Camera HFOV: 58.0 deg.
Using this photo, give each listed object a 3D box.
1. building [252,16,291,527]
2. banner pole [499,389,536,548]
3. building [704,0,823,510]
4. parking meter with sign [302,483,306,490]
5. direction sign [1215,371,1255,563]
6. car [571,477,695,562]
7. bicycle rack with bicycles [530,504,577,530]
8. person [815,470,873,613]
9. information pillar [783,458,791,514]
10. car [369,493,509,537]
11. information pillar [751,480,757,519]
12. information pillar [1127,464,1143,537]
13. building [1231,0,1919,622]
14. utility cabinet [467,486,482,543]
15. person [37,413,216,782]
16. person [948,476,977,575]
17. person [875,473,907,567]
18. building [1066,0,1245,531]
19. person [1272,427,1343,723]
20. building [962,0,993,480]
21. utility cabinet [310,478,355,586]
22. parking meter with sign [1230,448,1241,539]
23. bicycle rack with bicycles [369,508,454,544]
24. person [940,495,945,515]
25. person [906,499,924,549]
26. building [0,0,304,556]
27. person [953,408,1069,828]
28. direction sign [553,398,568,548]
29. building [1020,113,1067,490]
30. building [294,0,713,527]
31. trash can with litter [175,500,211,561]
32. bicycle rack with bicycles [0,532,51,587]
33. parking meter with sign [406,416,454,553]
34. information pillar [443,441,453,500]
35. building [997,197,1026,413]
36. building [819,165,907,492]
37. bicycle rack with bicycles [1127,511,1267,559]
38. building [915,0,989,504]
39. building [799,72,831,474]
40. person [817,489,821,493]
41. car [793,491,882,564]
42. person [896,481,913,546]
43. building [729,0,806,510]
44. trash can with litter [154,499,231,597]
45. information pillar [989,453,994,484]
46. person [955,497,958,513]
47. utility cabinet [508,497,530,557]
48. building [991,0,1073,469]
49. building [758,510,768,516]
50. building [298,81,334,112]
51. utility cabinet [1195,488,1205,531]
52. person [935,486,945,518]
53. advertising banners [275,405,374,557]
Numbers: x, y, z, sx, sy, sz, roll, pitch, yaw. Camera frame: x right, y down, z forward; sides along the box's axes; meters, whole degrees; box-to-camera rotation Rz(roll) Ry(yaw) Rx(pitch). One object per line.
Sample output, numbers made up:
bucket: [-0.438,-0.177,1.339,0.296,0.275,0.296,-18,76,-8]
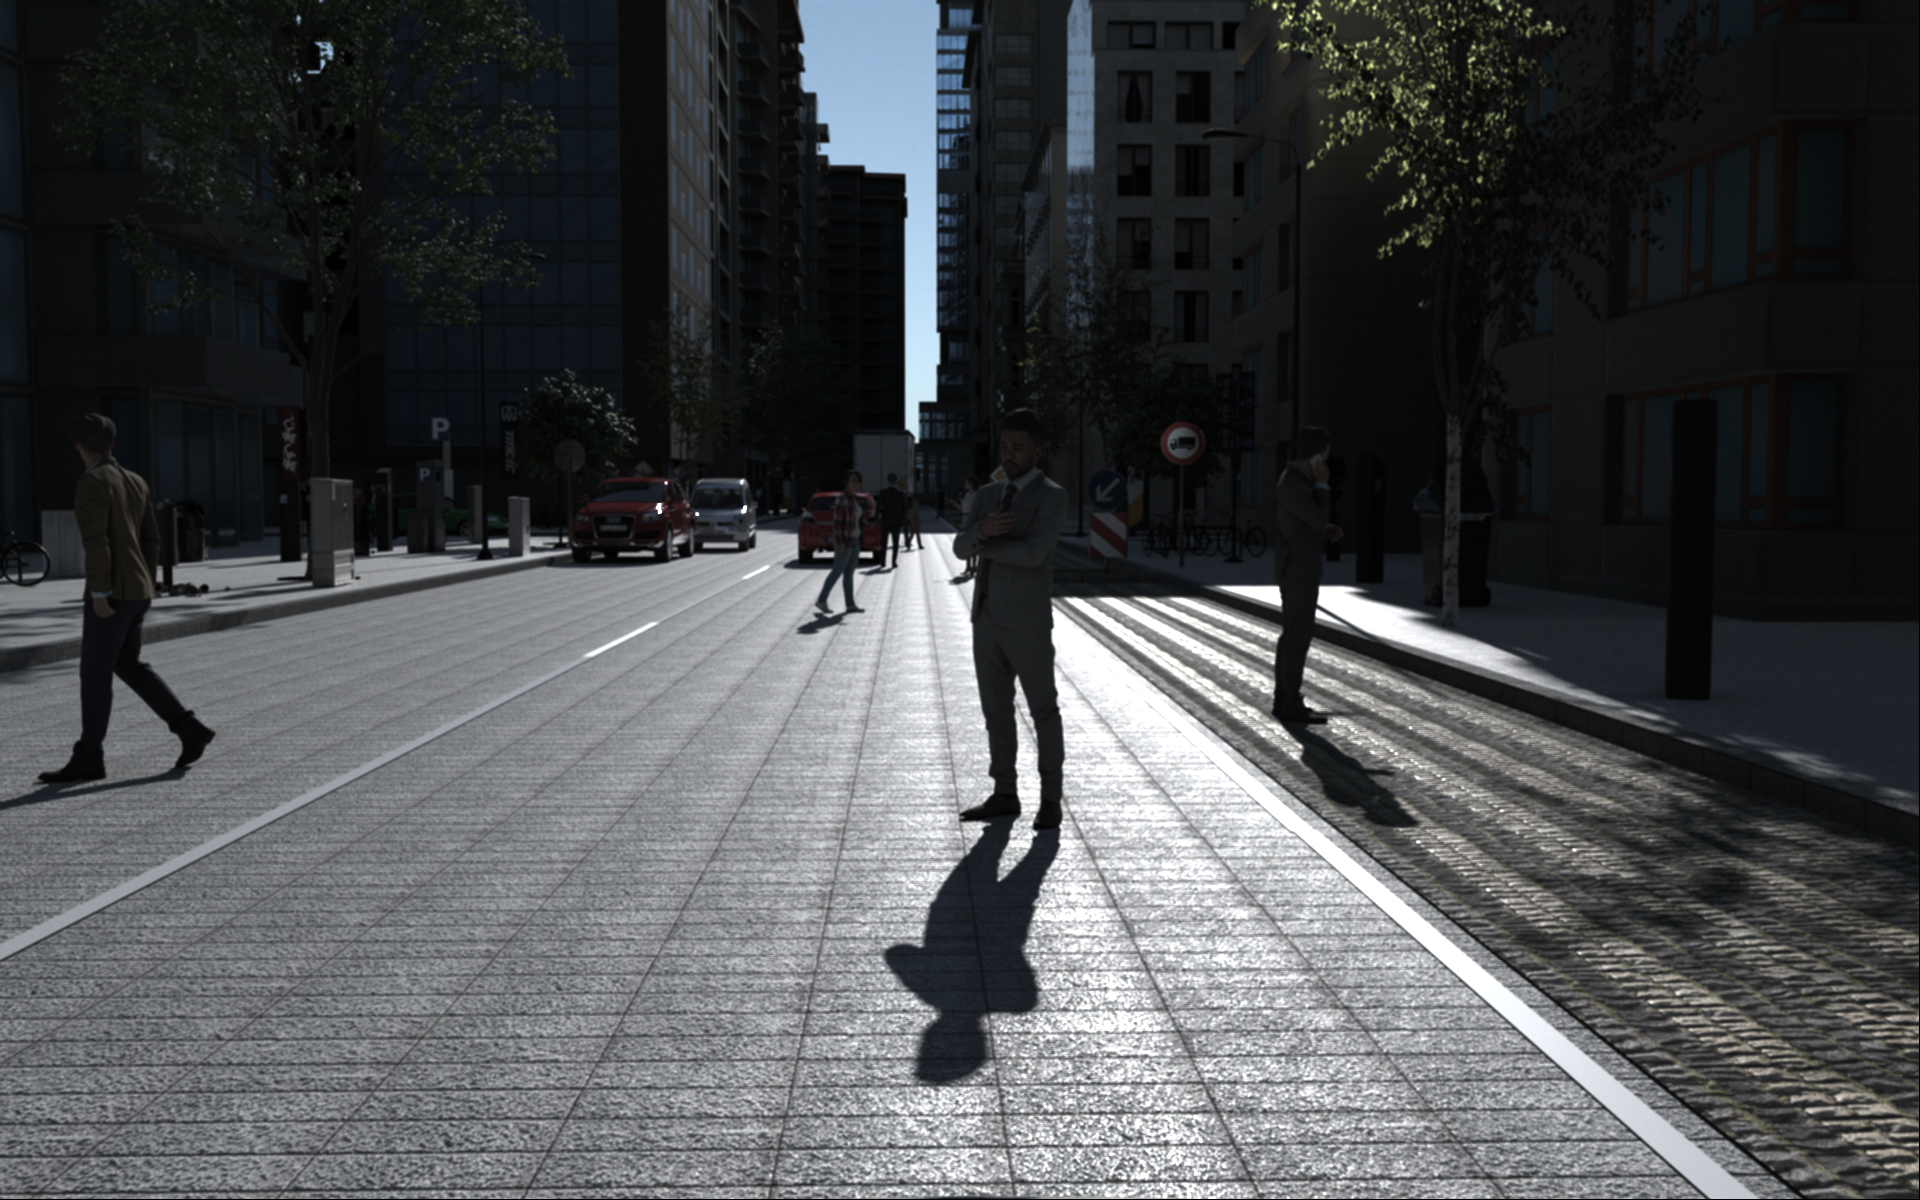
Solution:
building: [-33.549,-25.371,64.932,14.200,45.320,14.600,0,4,-2]
banner pole: [-10.531,-3.126,41.131,0.863,3.779,0.401,-2,4,-35]
building: [-24.232,-44.857,171.660,20.563,71.187,20.611,0,4,-2]
parking meter with sign: [-44.517,-7.451,118.084,1.738,3.016,0.543,0,4,-4]
direction sign: [5.126,-2.467,32.333,0.379,3.537,0.876,-3,5,-44]
car: [-7.096,-1.792,37.974,2.281,1.827,5.304,0,4,0]
bicycle rack with bicycles: [-14.968,-3.022,62.797,2.925,0.926,2.852,2,4,30]
person: [-1.396,-0.711,20.961,0.643,1.720,0.563,1,4,22]
information pillar: [-10.973,-7.250,109.895,0.504,3.616,0.183,1,4,11]
car: [-16.252,-2.711,53.113,4.718,1.807,1.959,0,4,-2]
information pillar: [-10.775,-5.237,90.117,0.304,2.012,0.304,2,4,32]
information pillar: [5.231,-3.690,51.690,0.504,3.616,0.183,2,4,32]
building: [21.428,-11.404,31.491,27.650,21.520,28.899,0,4,-2]
utility cabinet: [-12.577,-2.223,45.019,0.318,1.500,1.173,-2,4,-24]
person: [-4.278,-0.027,8.845,0.836,1.842,0.656,-2,4,-32]
person: [0.099,-1.320,30.647,0.524,1.755,0.480,-2,4,-32]
person: [-1.383,-1.569,33.930,0.659,1.850,0.755,-1,4,-11]
building: [12.853,-12.850,64.848,16.860,20.320,10.420,0,4,-2]
person: [2.198,-0.161,10.938,0.447,1.846,0.655,0,4,2]
building: [14.906,-37.050,195.011,28.713,52.752,27.495,0,4,-2]
utility cabinet: [-8.780,-0.955,24.285,0.318,1.500,1.173,0,4,-6]
parking meter with sign: [7.779,-3.167,48.048,0.543,3.016,1.738,1,4,18]
bicycle rack with bicycles: [-14.416,-1.924,44.841,2.852,0.926,2.925,-1,4,-15]
person: [-1.240,-6.522,115.227,0.391,1.810,0.635,-3,5,-42]
person: [-1.191,-1.966,44.919,0.475,1.303,0.640,2,4,35]
building: [-31.489,-25.467,35.993,30.456,49.044,23.786,0,4,-2]
person: [0.209,0.071,7.525,0.511,1.800,0.466,2,4,26]
direction sign: [-9.497,-3.003,41.093,0.379,3.537,0.876,-2,4,-27]
building: [8.543,-14.716,89.754,9.793,20.994,18.267,0,4,-2]
building: [-18.407,-25.895,73.491,14.600,45.320,14.200,0,4,-2]
trash can with litter: [-14.665,-1.322,33.006,0.624,1.170,1.055,-1,4,-14]
bicycle rack with bicycles: [-14.122,-0.645,23.931,2.925,0.926,2.852,-1,4,-10]
parking meter with sign: [-11.695,-2.562,38.152,0.543,3.016,1.738,0,4,3]
information pillar: [-17.389,-4.124,58.782,0.504,3.616,0.183,2,4,33]
building: [9.810,-18.222,117.006,14.460,24.649,34.723,0,4,-2]
building: [-21.365,-35.092,228.376,28.867,44.769,22.147,0,4,-2]
bicycle rack with bicycles: [4.601,-1.373,35.830,2.852,0.926,2.925,-1,4,-23]
building: [8.542,-56.011,228.457,31.000,86.520,22.319,0,4,-2]
building: [-30.134,-35.263,196.152,30.456,49.044,23.786,0,4,-2]
person: [-10.208,-7.168,125.883,0.537,1.800,0.526,1,4,12]
car: [-2.531,-1.721,37.172,2.155,1.783,4.494,0,4,-3]
person: [-1.589,-2.396,47.852,0.661,1.801,0.590,-3,5,-40]
building: [-24.616,-30.137,147.366,22.147,44.769,28.867,0,4,-2]
trash can with litter: [-10.288,-0.688,22.309,1.678,1.210,2.233,-2,4,-31]
information pillar: [1.798,-6.596,99.202,0.183,3.616,0.504,2,4,24]
person: [-0.189,-7.013,127.851,0.352,1.250,0.332,0,4,6]
utility cabinet: [-9.147,-1.518,35.984,0.306,1.237,1.020,0,4,-5]
building: [9.521,-28.250,145.486,14.154,41.232,14.086,0,4,-2]
building: [-21.883,-40.463,99.824,20.563,71.187,20.611,0,4,-2]
building: [-74.231,-39.201,230.168,27.495,52.752,28.713,0,4,-2]
utility cabinet: [8.194,-3.085,59.126,0.318,1.500,1.173,0,4,6]
person: [-1.179,-5.834,103.241,0.474,1.900,0.648,-2,4,-30]
advertising banners: [-12.832,-2.374,35.004,0.090,3.025,2.074,3,5,40]
